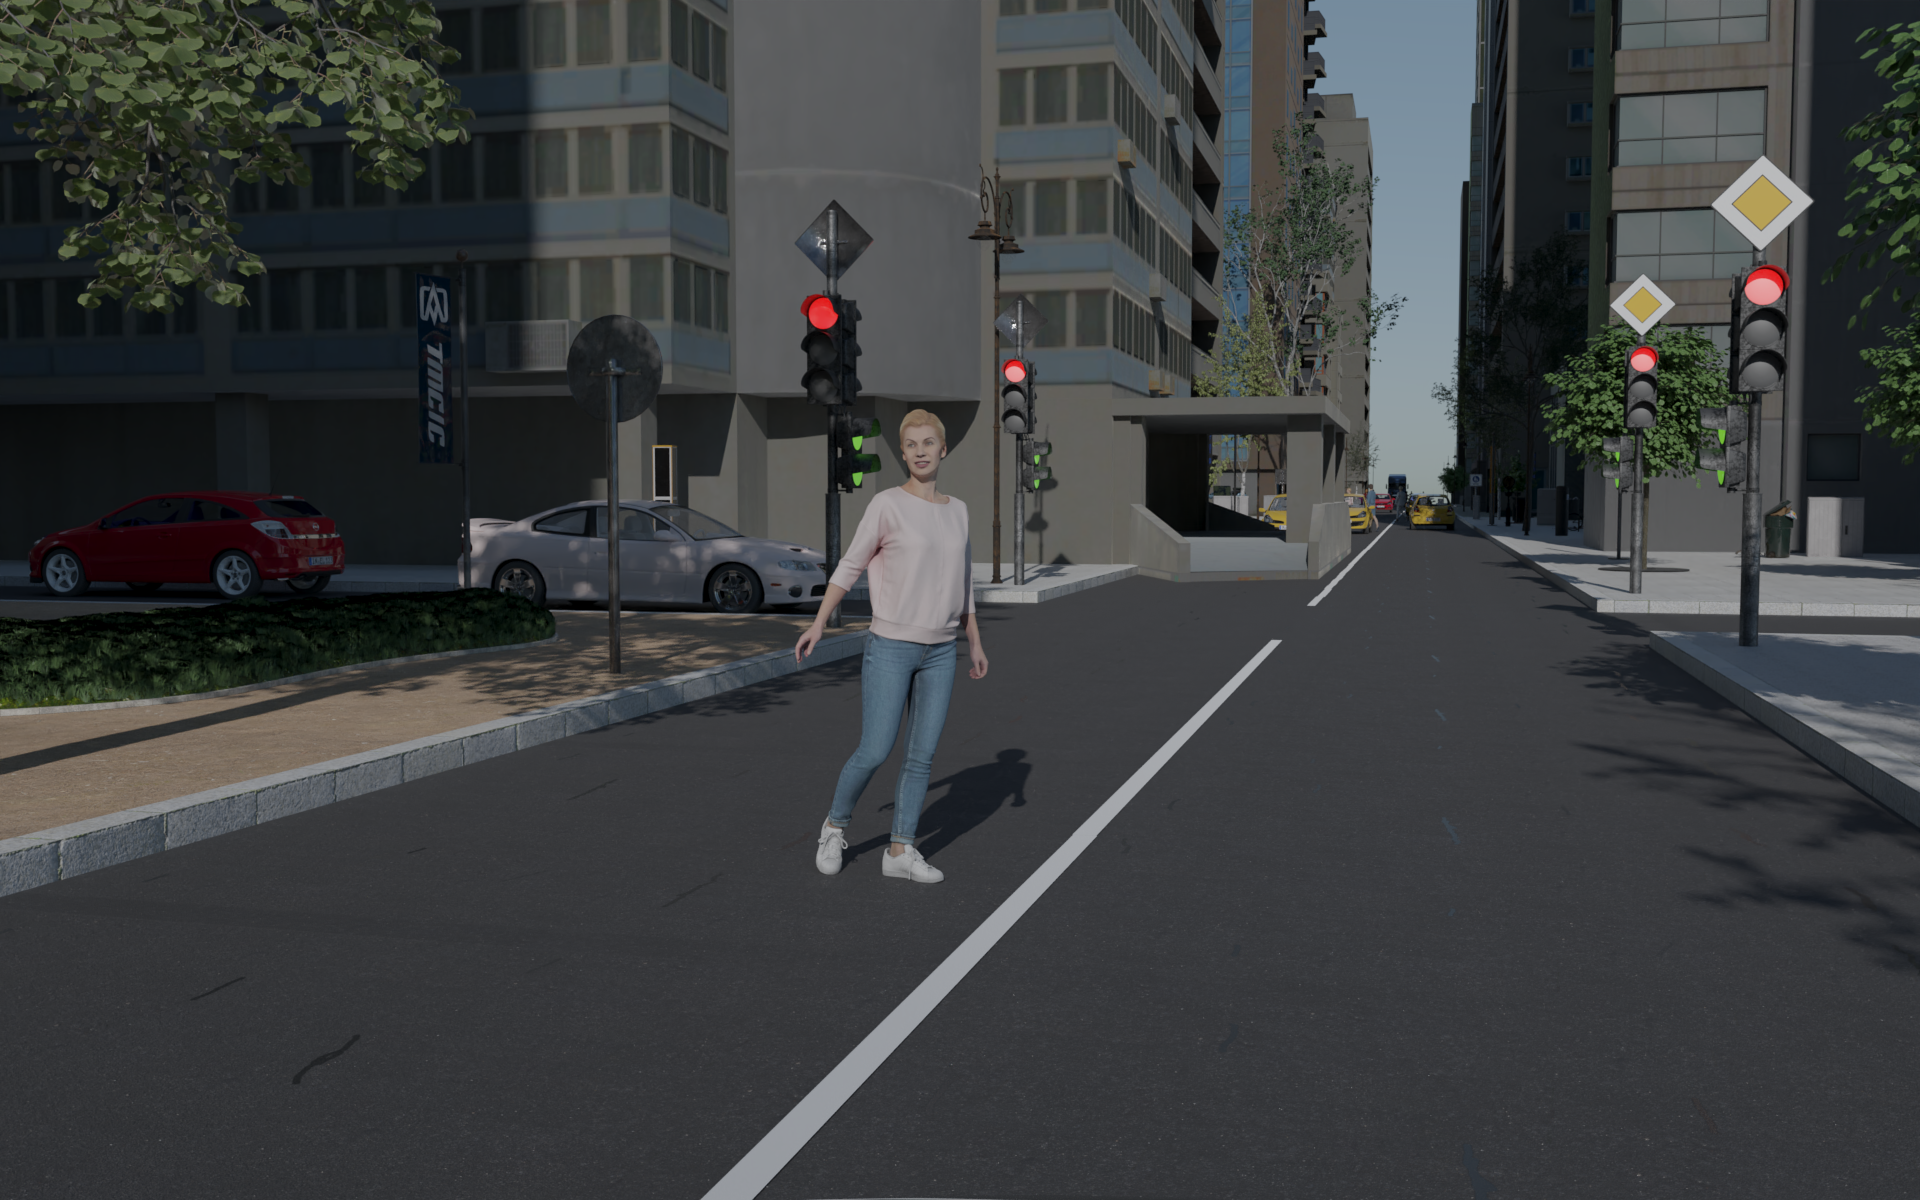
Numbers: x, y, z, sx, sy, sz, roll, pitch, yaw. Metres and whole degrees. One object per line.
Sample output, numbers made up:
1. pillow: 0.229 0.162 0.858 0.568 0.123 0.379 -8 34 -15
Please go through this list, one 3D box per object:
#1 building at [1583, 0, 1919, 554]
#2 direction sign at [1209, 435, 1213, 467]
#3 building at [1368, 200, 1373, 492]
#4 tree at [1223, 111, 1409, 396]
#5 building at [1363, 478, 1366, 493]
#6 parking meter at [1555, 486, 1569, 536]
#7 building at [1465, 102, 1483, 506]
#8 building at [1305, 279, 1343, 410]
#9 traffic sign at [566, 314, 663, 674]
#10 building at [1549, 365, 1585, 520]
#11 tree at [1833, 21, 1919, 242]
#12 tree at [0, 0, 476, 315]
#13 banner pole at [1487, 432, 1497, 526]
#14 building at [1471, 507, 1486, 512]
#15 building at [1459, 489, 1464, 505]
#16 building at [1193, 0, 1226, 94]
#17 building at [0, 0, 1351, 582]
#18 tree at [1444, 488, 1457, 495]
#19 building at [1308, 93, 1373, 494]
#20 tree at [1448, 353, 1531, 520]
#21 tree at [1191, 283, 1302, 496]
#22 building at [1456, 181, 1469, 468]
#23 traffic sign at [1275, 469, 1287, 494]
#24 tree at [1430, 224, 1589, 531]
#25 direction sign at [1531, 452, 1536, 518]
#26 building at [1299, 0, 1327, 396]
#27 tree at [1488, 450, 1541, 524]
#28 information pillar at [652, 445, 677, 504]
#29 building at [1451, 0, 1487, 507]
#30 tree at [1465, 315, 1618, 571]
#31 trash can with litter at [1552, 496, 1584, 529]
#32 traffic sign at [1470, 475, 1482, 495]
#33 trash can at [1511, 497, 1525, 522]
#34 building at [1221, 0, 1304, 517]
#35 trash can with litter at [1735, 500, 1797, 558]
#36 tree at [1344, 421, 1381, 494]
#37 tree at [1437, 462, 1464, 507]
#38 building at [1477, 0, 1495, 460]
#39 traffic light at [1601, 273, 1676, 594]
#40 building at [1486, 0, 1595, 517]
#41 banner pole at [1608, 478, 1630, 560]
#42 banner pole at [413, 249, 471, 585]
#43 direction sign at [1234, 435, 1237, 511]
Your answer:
1. building: 22.919 -21.934 42.215 14.154 41.232 14.086 1 4 15
2. direction sign: 6.979 -3.533 49.767 0.379 3.537 0.876 -2 4 -27
3. building: 47.614 -33.541 231.983 14.154 41.232 14.086 1 4 15
4. tree: 16.322 -14.243 88.762 12.611 20.169 13.585 0 3 0
5. building: 29.155 -30.756 194.735 32.217 40.220 23.993 1 4 15
6. parking meter: 18.454 -2.732 53.087 0.372 1.533 0.369 0 3 0
7. building: 60.686 -30.512 182.466 14.154 41.232 14.086 1 4 15
8. building: 19.788 -19.066 156.767 27.650 21.520 28.899 1 4 15
9. traffic sign: -2.469 -0.747 12.320 0.768 2.556 0.104 1 4 18
10. building: 38.938 -46.574 74.164 22.319 86.520 31.000 1 4 15
11. tree: 5.737 -1.469 7.724 4.285 4.588 4.351 0 3 0
12. tree: -5.097 -5.415 6.662 7.486 12.596 7.792 0 3 0
13. banner pole: 21.646 -4.909 70.287 0.401 3.779 0.863 1 4 23
14. building: 48.496 -42.022 125.319 20.563 71.187 20.611 1 4 15
15. building: 74.501 -30.986 198.496 32.217 40.220 23.993 1 4 15
16. building: -1.203 -27.258 69.366 21.300 48.544 21.600 1 4 15
17. building: -7.758 -21.212 38.704 32.217 40.220 23.993 1 4 15
18. tree: 56.300 -12.482 198.682 1.663 3.219 1.824 0 3 0
19. building: 39.859 -36.189 215.389 21.300 48.544 21.600 1 4 15
20. tree: 26.644 -8.297 86.024 4.360 8.622 3.978 0 3 0
21. tree: 10.051 -6.793 61.427 4.737 8.622 4.395 0 3 0
22. building: 76.109 -36.031 239.217 14.600 45.320 14.200 1 4 15
23. traffic sign: 13.258 -4.227 71.237 0.606 2.300 0.079 1 4 19
24. tree: 19.906 -7.650 59.484 7.601 10.594 8.767 0 4 6
25. direction sign: 30.830 -6.207 93.485 0.379 3.537 0.876 -1 4 -10
26. building: 15.173 -28.919 127.452 22.147 44.769 28.867 1 4 15
27. tree: 24.174 -4.931 75.222 1.663 3.219 1.824 0 3 0
28. information pillar: -4.473 -1.333 26.292 0.304 2.012 0.304 0 4 6
29. building: 74.023 -47.875 221.005 20.563 71.187 20.611 1 4 15
30. tree: 11.502 -2.761 28.856 4.285 4.588 4.351 0 3 0
31. trash can with litter: 22.836 -3.201 63.388 2.233 1.210 1.678 1 4 18
32. traffic sign: 26.906 -5.395 90.340 0.606 2.300 0.079 2 4 24
33. trash can: 25.414 -4.100 78.687 0.748 1.137 0.748 0 3 0
34. building: 13.365 -27.857 105.574 14.600 45.320 14.200 1 4 15
35. trash can with litter: 16.159 -1.428 34.737 1.055 1.170 0.624 1 4 15
36. tree: 39.031 -13.430 169.940 4.360 8.622 3.978 0 3 0
37. tree: 50.149 -11.747 175.770 4.285 4.588 4.351 0 3 0
38. building: 55.964 -37.145 149.324 21.231 58.520 28.212 1 4 15
39. traffic light: 8.695 -2.037 22.231 0.839 4.253 0.868 1 4 15
40. building: 43.875 -29.445 105.131 21.300 48.544 21.600 1 4 15
41. banner pole: 12.940 -2.698 34.134 0.401 3.779 0.863 0 4 1
42. banner pole: -5.202 -1.687 17.604 0.401 3.779 0.863 2 4 29
43. direction sign: 8.453 -3.745 53.226 0.379 3.537 0.876 0 4 6
